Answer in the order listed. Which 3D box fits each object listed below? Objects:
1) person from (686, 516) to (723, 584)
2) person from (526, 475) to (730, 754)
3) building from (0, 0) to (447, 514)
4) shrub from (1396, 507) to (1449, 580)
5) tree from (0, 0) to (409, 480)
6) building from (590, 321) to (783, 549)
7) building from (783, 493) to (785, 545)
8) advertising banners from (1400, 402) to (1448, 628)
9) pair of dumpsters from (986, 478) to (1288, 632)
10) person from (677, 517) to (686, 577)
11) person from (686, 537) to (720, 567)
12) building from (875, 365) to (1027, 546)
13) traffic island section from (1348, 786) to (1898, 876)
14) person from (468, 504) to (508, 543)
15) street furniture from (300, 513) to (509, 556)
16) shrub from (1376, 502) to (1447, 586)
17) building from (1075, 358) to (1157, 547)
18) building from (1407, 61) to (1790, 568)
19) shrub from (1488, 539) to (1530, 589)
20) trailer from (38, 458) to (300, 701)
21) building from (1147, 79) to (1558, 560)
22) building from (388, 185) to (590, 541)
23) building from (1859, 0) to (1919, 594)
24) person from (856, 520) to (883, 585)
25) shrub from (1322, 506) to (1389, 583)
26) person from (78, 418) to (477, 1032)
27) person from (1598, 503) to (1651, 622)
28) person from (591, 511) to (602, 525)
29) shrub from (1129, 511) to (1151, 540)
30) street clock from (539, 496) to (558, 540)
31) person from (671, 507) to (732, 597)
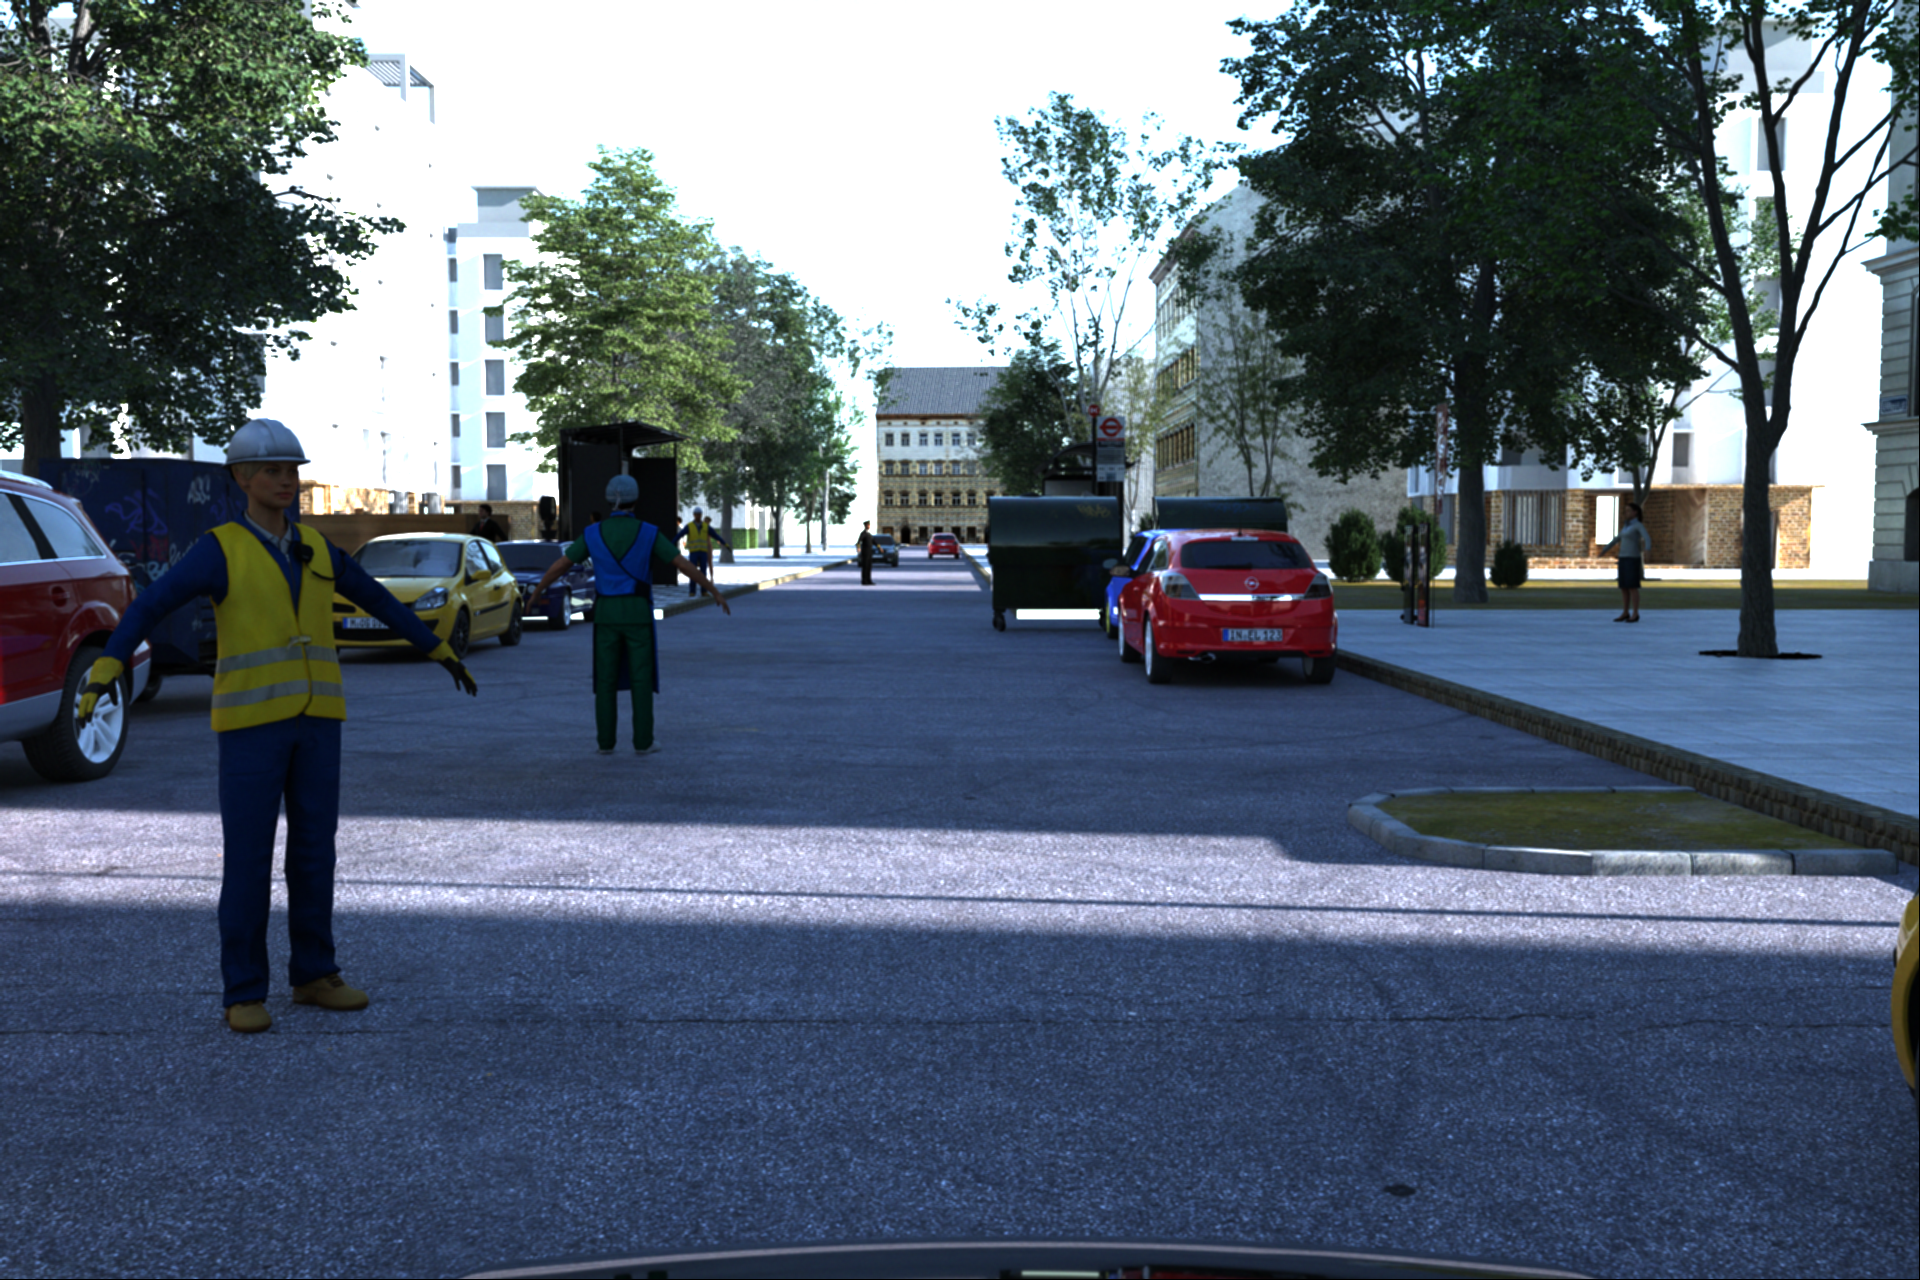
[{"bbox_3d":[-6.493,-2.282,44.121,1.217,1.733,0.721,2,4,33],"label":"person"},{"bbox_3d":[-2.189,-0.168,11.328,1.347,1.817,0.704,0,4,1],"label":"person"},{"bbox_3d":[-26.333,-12.382,58.869,16.016,20.090,11.380,0,4,0],"label":"building"},{"bbox_3d":[12.595,-2.637,47.538,1.690,2.028,1.600,0,3,0],"label":"shrub"},{"bbox_3d":[-12.219,-7.103,22.794,9.857,13.997,8.962,0,3,0],"label":"tree"},{"bbox_3d":[-26.193,-17.903,159.166,16.747,18.905,31.486,0,4,0],"label":"building"},{"bbox_3d":[-30.190,-22.416,197.437,19.493,23.208,18.063,0,3,0],"label":"building"},{"bbox_3d":[6.425,-1.699,23.972,0.090,3.025,2.074,0,4,0],"label":"advertising banners"},{"bbox_3d":[2.600,-1.282,25.918,4.436,2.255,1.574,0,4,0],"label":"pair of dumpsters"},{"bbox_3d":[-8.501,-2.809,52.108,0.705,1.806,1.347,-2,4,-33],"label":"person"},{"bbox_3d":[-9.965,-3.706,66.856,1.348,1.796,0.705,0,4,2],"label":"person"},{"bbox_3d":[-0.753,-23.969,225.277,18.063,23.208,19.493,0,4,5],"label":"building"},{"bbox_3d":[2.929,0.894,8.252,1.991,0.108,1.994,0,4,-1],"label":"traffic island section"},{"bbox_3d":[-8.331,-1.477,30.341,1.347,1.806,0.705,2,4,28],"label":"person"},{"bbox_3d":[-14.231,-2.005,39.633,9.812,1.723,11.010,1,4,14],"label":"street furniture"},{"bbox_3d":[11.184,-2.374,42.862,1.661,2.075,1.752,0,3,0],"label":"shrub"},{"bbox_3d":[21.699,-19.307,182.121,16.747,18.905,31.486,0,4,-1],"label":"building"},{"bbox_3d":[25.129,-13.410,75.671,16.016,20.090,11.380,0,4,0],"label":"building"},{"bbox_3d":[12.857,-1.800,40.552,1.383,1.207,1.383,0,3,0],"label":"shrub"},{"bbox_3d":[-6.426,-0.410,13.755,1.471,1.999,3.904,0,4,0],"label":"trailer"},{"bbox_3d":[20.735,-16.012,92.717,19.493,23.208,18.063,0,3,0],"label":"building"},{"bbox_3d":[-27.987,-14.608,95.255,16.016,20.090,11.380,0,4,0],"label":"building"},{"bbox_3d":[25.825,-12.391,21.675,14.460,24.649,34.723,0,4,0],"label":"building"},{"bbox_3d":[-2.582,-2.455,48.524,0.705,1.837,1.347,2,4,27],"label":"person"},{"bbox_3d":[10.398,-2.516,45.550,1.690,2.028,1.600,0,3,0],"label":"shrub"},{"bbox_3d":[-1.974,0.234,5.099,0.721,1.772,1.216,3,5,41],"label":"person"},{"bbox_3d":[9.702,-1.127,25.252,0.721,1.735,1.217,-1,4,-12],"label":"person"},{"bbox_3d":[-7.435,-1.734,35.066,0.721,1.740,1.216,2,4,33],"label":"person"},{"bbox_3d":[5.368,-2.606,46.653,1.661,2.075,1.752,0,3,0],"label":"shrub"},{"bbox_3d":[-7.754,-1.719,32.674,0.358,2.002,0.471,0,4,1],"label":"street clock"},{"bbox_3d":[-5.377,-1.813,35.610,1.349,1.833,0.705,-1,4,-21],"label":"person"}]
